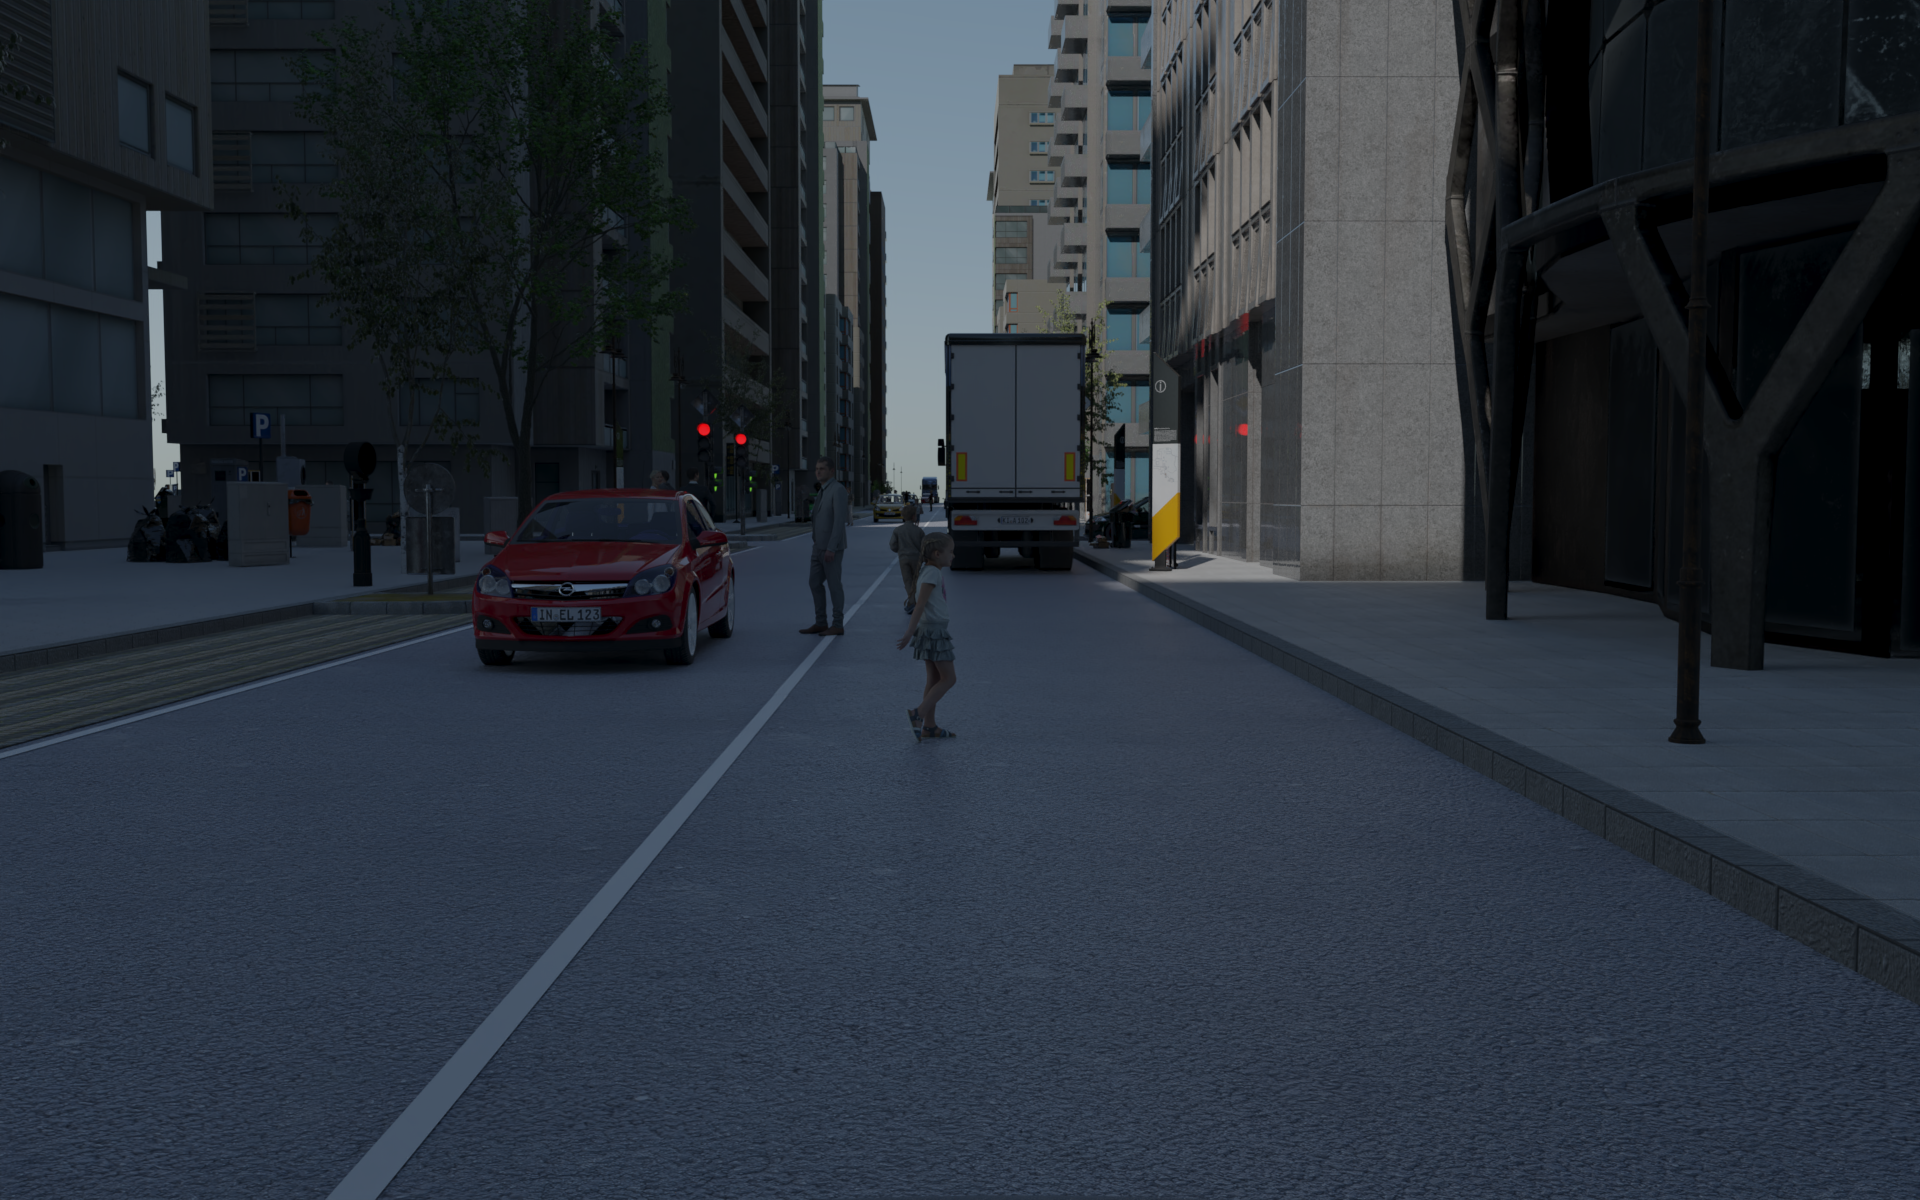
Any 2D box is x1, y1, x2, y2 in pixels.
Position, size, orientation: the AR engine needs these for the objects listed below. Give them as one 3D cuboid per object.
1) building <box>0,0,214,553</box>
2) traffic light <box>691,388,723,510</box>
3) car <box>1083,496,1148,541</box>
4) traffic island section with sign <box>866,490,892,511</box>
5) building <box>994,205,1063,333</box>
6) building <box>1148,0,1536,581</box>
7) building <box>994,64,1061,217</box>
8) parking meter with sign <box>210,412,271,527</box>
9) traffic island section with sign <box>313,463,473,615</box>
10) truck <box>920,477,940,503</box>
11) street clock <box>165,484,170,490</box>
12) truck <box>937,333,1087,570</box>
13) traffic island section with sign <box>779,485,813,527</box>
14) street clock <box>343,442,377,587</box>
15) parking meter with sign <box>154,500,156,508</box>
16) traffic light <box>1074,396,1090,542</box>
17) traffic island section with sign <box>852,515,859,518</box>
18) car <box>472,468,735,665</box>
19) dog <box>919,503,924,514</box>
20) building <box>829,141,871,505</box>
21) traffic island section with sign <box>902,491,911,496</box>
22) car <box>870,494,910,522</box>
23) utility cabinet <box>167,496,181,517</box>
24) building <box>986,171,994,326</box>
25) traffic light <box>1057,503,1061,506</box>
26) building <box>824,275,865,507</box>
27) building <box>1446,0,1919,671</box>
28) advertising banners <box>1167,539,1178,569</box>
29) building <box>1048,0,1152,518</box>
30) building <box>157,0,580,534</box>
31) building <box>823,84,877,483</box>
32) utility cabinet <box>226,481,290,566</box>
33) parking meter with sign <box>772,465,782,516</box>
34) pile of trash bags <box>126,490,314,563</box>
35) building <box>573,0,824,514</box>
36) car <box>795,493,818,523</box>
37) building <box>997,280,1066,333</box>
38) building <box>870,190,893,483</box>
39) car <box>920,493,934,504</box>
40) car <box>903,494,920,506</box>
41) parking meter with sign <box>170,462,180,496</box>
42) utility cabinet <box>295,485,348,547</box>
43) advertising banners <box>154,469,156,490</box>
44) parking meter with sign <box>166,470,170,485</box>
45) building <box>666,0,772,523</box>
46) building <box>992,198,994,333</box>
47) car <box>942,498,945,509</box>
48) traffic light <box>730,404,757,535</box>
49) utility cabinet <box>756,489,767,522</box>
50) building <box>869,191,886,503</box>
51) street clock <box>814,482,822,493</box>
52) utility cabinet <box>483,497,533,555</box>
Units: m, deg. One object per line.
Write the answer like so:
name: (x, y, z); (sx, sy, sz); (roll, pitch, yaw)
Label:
building: (-32.333, -26.997, 30.642); (27.495, 52.752, 28.713); (0, 4, 0)
traffic light: (-6.719, -3.487, 45.929); (0.839, 4.253, 0.868); (0, 4, 0)
car: (5.681, -2.470, 50.172); (4.222, 1.686, 2.009); (0, 4, -1)
traffic island section with sign: (-7.213, -8.749, 151.673); (1.989, 1.847, 2.006); (0, 4, 0)
building: (10.395, -24.689, 175.363); (14.160, 30.474, 14.107); (0, 4, 0)
building: (10.978, -13.254, 34.728); (12.078, 24.808, 19.932); (0, 4, 0)
building: (14.638, -34.798, 192.650); (21.300, 48.544, 21.600); (0, 4, 0)
parking meter with sign: (-15.802, -2.523, 37.505); (1.738, 3.016, 0.543); (1, 4, 18)
traffic island section with sign: (-6.658, -0.779, 21.363); (1.989, 1.847, 2.006); (0, 4, 0)
truck: (-4.617, -17.402, 274.287); (2.967, 4.110, 18.799); (0, 4, 0)
street clock: (-58.055, -7.486, 126.965); (0.358, 2.002, 0.471); (0, 4, 6)
truck: (0.928, -2.867, 35.783); (2.839, 4.237, 11.283); (0, 4, 0)
traffic island section with sign: (-6.894, -4.131, 76.170); (1.989, 1.847, 2.006); (0, 4, 0)
street clock: (-8.301, -1.189, 24.016); (0.358, 2.002, 0.471); (1, 4, 13)
parking meter with sign: (-53.532, -7.183, 113.695); (0.543, 3.016, 1.738); (1, 4, 19)
traffic light: (3.092, -3.490, 45.986); (0.839, 4.253, 0.868); (0, 4, 0)
traffic island section with sign: (-7.008, -5.780, 103.125); (1.989, 1.847, 2.006); (0, 4, 0)
car: (-3.145, -0.416, 15.845); (2.155, 1.783, 4.494); (0, 4, -1)
dog: (-2.656, -6.523, 123.479); (0.800, 0.831, 0.513); (-3, 5, -40)
building: (-17.505, -31.271, 194.875); (14.154, 41.232, 14.086); (0, 4, 0)
traffic island section with sign: (-7.691, -15.573, 263.250); (1.989, 1.847, 2.006); (0, 4, 0)
car: (-3.568, -4.798, 88.678); (2.015, 1.641, 3.980); (0, 4, -1)
utility cabinet: (-33.519, -3.876, 74.535); (1.020, 1.237, 0.306); (-1, 4, -10)
building: (18.781, -41.879, 273.961); (28.713, 52.752, 27.495); (0, 4, 0)
traffic light: (3.058, -3.979, 53.971); (0.839, 4.253, 0.868); (0, 4, 0)
building: (-24.178, -20.120, 173.996); (27.650, 21.520, 28.899); (0, 4, 0)
building: (13.487, -9.100, 16.245); (16.820, 18.784, 16.811); (0, 4, 0)
advertising banners: (3.680, -2.089, 30.346); (0.090, 3.025, 2.074); (0, 4, 1)
building: (16.410, -29.150, 96.212); (23.786, 49.044, 30.456); (0, 4, 0)
building: (-18.247, -23.050, 60.463); (14.154, 41.232, 14.086); (0, 4, 0)
building: (-25.666, -39.037, 227.492); (28.713, 52.752, 27.495); (0, 4, 0)
utility cabinet: (-12.496, -1.358, 30.878); (0.318, 1.500, 1.173); (1, 4, 21)
parking meter with sign: (-10.795, -6.469, 102.030); (0.543, 3.016, 1.738); (-1, 4, -14)
pile of trash bags: (-14.190, -1.461, 33.640); (1.912, 1.369, 3.447); (3, 4, 39)
building: (-16.397, -26.288, 113.399); (14.154, 41.232, 14.086); (0, 4, 0)
car: (-6.600, -4.367, 80.194); (1.959, 1.807, 4.718); (0, 4, 1)
building: (17.491, -18.909, 154.203); (27.650, 21.520, 28.899); (0, 4, 0)
building: (-22.794, -39.858, 271.281); (23.786, 49.044, 30.456); (0, 4, 0)
car: (-4.603, -14.315, 243.087); (2.155, 1.783, 4.494); (0, 4, 0)
car: (-4.526, -8.895, 155.215); (2.009, 1.686, 4.222); (0, 4, 1)
parking meter with sign: (-41.713, -5.977, 93.985); (0.543, 3.016, 1.738); (2, 4, 33)
utility cabinet: (-15.393, -2.024, 41.766); (1.173, 1.500, 0.318); (1, 4, 10)
advertising banners: (-55.132, -7.459, 118.147); (0.090, 3.025, 2.074); (-3, 4, -39)
parking meter with sign: (-56.143, -7.793, 123.676); (0.543, 3.016, 1.738); (-3, 5, -39)
building: (-21.223, -28.276, 86.022); (21.300, 48.544, 21.600); (0, 4, 0)
building: (15.822, -38.211, 244.352); (23.786, 49.044, 30.456); (0, 4, 0)
car: (-0.689, -9.519, 165.423); (2.009, 1.686, 4.222); (0, 3, 0)
traffic light: (-6.753, -3.975, 53.914); (0.839, 4.253, 0.868); (0, 4, 0)
utility cabinet: (-9.006, -4.286, 78.752); (0.318, 1.500, 1.173); (-1, 4, -16)
building: (-17.847, -36.637, 249.129); (14.600, 45.320, 14.200); (0, 4, 0)
street clock: (-8.674, -6.186, 105.705); (0.471, 2.002, 0.358); (-2, 4, -30)
utility cabinet: (-9.663, -1.586, 37.095); (1.020, 1.237, 0.306); (-3, 5, -44)
